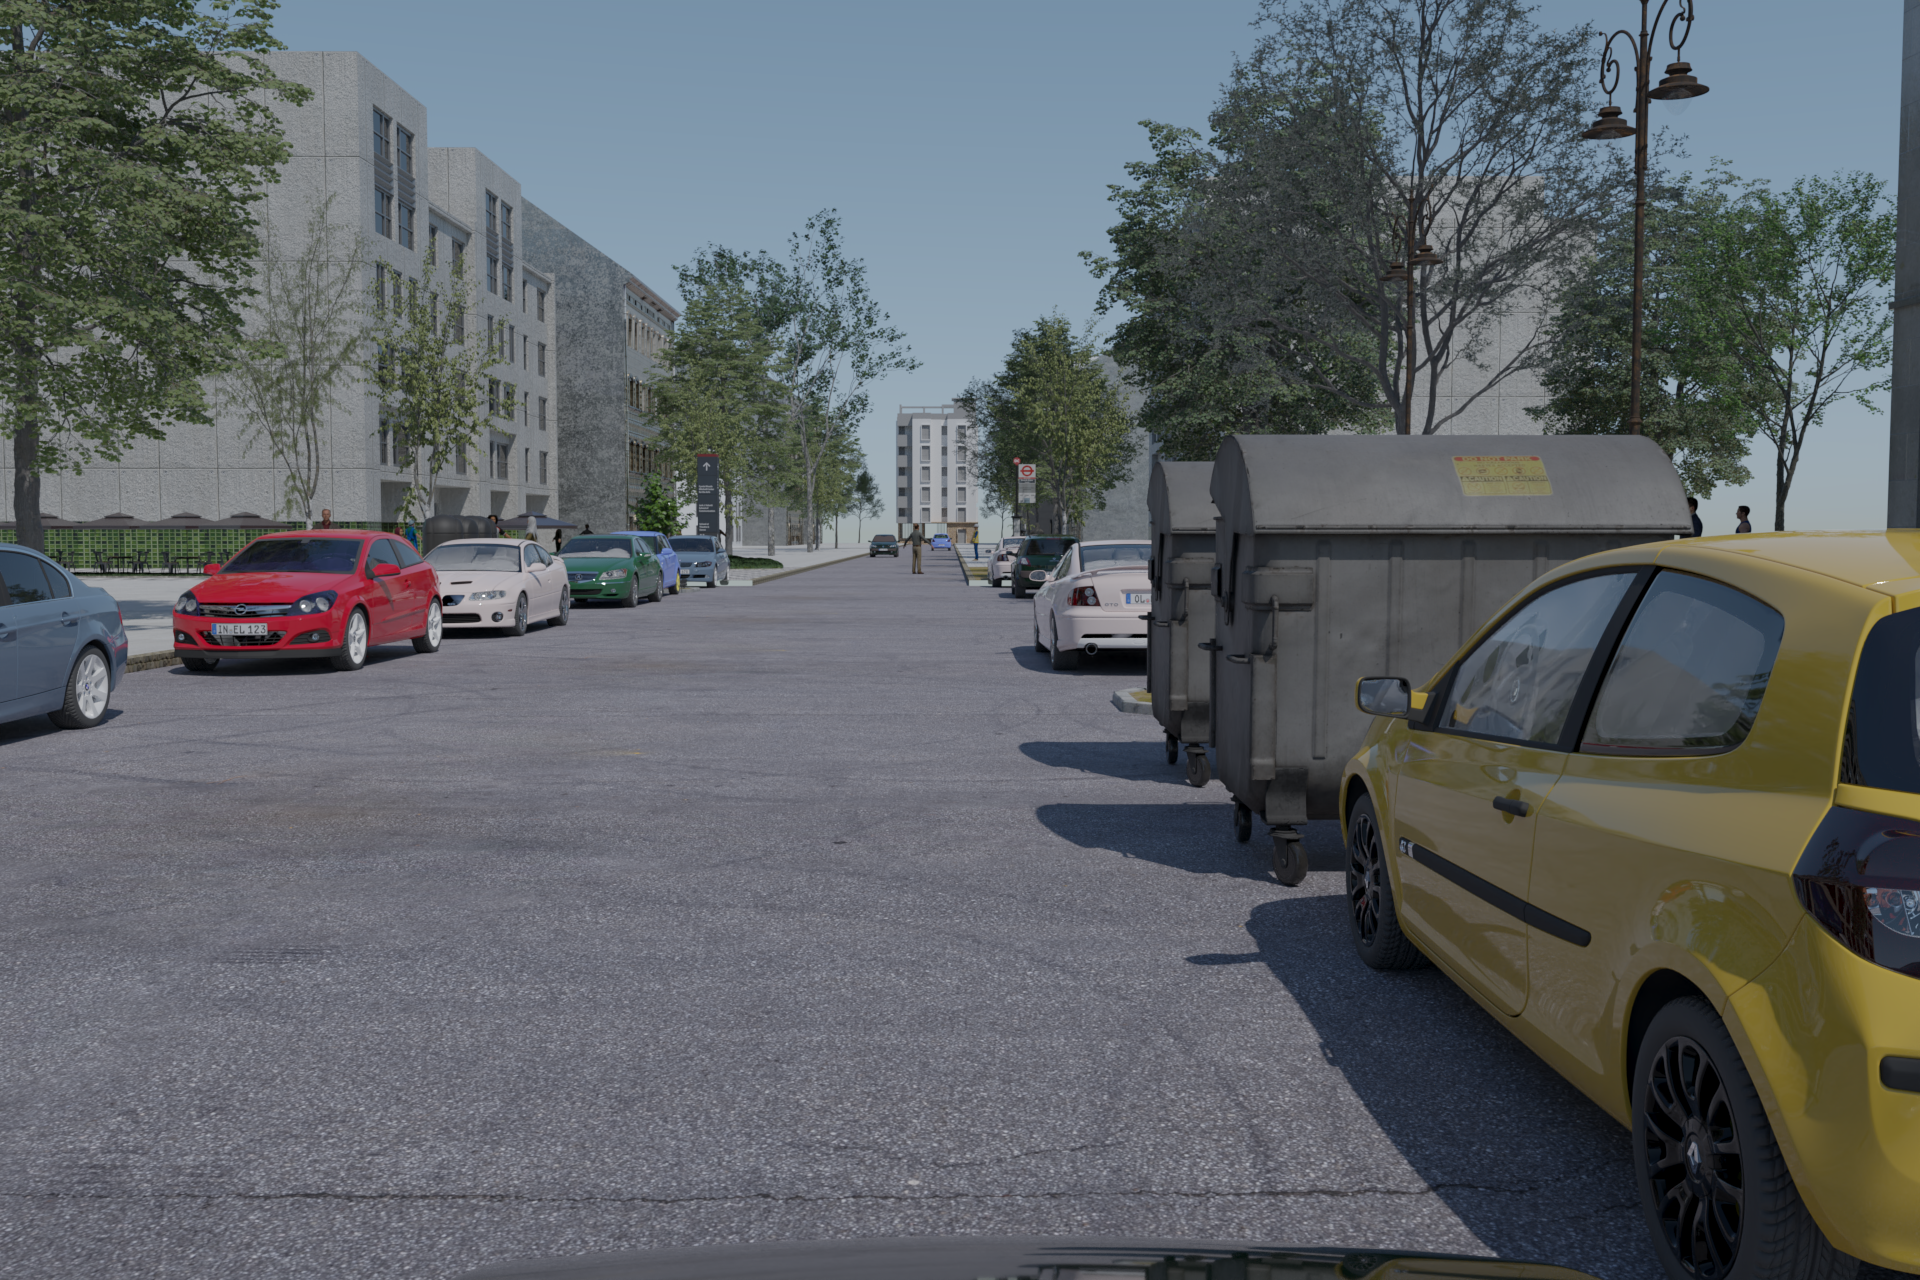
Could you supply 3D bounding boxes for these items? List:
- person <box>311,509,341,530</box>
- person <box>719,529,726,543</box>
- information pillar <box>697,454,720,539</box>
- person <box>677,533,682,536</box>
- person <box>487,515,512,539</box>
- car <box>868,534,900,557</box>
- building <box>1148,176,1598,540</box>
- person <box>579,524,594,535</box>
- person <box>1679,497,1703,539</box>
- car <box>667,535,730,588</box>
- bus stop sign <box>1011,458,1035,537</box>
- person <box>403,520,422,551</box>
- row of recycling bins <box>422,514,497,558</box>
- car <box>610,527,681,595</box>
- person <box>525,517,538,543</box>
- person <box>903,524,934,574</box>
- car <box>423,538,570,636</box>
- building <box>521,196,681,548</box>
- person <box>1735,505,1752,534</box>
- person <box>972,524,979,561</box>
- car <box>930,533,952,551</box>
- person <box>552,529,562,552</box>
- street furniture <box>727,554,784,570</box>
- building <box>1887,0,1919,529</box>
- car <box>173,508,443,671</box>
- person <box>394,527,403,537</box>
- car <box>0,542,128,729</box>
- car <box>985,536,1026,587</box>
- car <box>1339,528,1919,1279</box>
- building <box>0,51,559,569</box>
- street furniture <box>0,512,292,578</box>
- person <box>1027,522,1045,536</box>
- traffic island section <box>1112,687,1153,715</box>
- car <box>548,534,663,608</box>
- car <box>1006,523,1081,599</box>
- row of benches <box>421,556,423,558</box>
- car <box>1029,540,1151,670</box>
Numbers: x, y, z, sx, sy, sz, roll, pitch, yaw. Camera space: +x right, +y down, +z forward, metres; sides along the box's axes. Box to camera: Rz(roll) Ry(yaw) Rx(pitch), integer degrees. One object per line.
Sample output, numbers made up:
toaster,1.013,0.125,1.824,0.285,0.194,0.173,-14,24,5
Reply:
person,-13.192,-1.830,36.098,1.348,1.807,0.705,-1,4,-19
person,-11.112,-4.471,79.238,1.346,1.812,0.704,0,4,7
information pillar,-8.161,-4.088,56.221,0.750,3.857,0.750,0,4,-1
person,-8.515,-2.629,52.245,0.991,1.433,0.599,1,4,21
person,-13.143,-2.607,48.770,1.345,1.843,0.704,-2,4,-24
car,-4.696,-5.984,107.630,2.009,1.686,4.222,0,4,0
building,20.412,-13.934,94.278,16.747,18.905,31.486,0,3,0
person,-17.016,-4.414,78.896,1.216,1.740,0.721,-2,4,-31
person,10.602,-1.174,25.239,0.704,1.823,1.345,1,4,13
car,-7.369,-2.172,47.511,2.014,1.417,4.499,0,4,-1
bus stop sign,2.200,-4.386,60.410,0.855,3.939,0.416,0,4,-1
person,-20.560,-3.606,65.080,1.347,1.817,0.704,3,4,37
row of recycling bins,-10.864,-1.883,37.892,1.069,1.692,3.534,0,4,0
car,-7.488,-1.841,39.687,1.945,1.707,3.694,0,4,0
person,-11.191,-2.333,44.914,0.721,1.736,1.217,0,4,-2
person,-1.528,-3.262,62.059,1.348,1.796,0.705,2,4,35
car,-7.071,-0.818,25.741,2.083,1.381,4.827,0,4,-1
building,-28.825,-17.074,110.095,19.493,23.208,18.063,0,4,0
person,14.392,-1.576,31.928,0.704,1.807,1.345,2,4,30
person,0.697,-4.702,83.343,0.721,1.772,1.216,0,4,5
car,-1.634,-8.501,148.582,1.945,1.707,3.694,0,4,-2
person,-18.678,-4.539,80.401,0.705,1.806,1.347,-2,4,-27
street furniture,-9.991,-3.096,66.246,5.734,0.657,10.072,-1,4,-11
building,27.432,-12.943,13.783,24.374,26.755,37.873,0,4,-1
car,-7.210,-0.637,19.456,2.155,1.783,4.494,0,4,0
person,-12.131,-1.740,37.660,0.599,1.438,0.989,1,4,13
car,-7.247,0.030,11.507,2.014,1.417,4.499,0,4,-1
car,1.747,-2.183,48.060,2.083,1.381,4.827,0,4,-1
car,2.172,0.347,4.556,2.015,1.641,3.980,0,3,0
building,-30.481,-13.031,79.516,16.747,18.905,31.486,0,4,0
street furniture,-35.121,-2.935,53.013,27.439,1.986,14.083,1,4,22
person,3.545,-4.464,79.121,1.348,1.813,0.705,1,4,18
traffic island section,2.296,0.517,14.417,1.991,0.108,1.994,0,4,0
car,-7.224,-1.430,35.180,2.131,1.459,4.920,0,3,0
car,2.068,-1.840,39.867,2.009,1.686,4.222,0,3,0
row of benches,-16.295,-2.248,52.210,4.104,0.672,1.422,-1,4,-16
car,1.859,-0.443,19.610,2.083,1.381,4.827,0,4,-1
